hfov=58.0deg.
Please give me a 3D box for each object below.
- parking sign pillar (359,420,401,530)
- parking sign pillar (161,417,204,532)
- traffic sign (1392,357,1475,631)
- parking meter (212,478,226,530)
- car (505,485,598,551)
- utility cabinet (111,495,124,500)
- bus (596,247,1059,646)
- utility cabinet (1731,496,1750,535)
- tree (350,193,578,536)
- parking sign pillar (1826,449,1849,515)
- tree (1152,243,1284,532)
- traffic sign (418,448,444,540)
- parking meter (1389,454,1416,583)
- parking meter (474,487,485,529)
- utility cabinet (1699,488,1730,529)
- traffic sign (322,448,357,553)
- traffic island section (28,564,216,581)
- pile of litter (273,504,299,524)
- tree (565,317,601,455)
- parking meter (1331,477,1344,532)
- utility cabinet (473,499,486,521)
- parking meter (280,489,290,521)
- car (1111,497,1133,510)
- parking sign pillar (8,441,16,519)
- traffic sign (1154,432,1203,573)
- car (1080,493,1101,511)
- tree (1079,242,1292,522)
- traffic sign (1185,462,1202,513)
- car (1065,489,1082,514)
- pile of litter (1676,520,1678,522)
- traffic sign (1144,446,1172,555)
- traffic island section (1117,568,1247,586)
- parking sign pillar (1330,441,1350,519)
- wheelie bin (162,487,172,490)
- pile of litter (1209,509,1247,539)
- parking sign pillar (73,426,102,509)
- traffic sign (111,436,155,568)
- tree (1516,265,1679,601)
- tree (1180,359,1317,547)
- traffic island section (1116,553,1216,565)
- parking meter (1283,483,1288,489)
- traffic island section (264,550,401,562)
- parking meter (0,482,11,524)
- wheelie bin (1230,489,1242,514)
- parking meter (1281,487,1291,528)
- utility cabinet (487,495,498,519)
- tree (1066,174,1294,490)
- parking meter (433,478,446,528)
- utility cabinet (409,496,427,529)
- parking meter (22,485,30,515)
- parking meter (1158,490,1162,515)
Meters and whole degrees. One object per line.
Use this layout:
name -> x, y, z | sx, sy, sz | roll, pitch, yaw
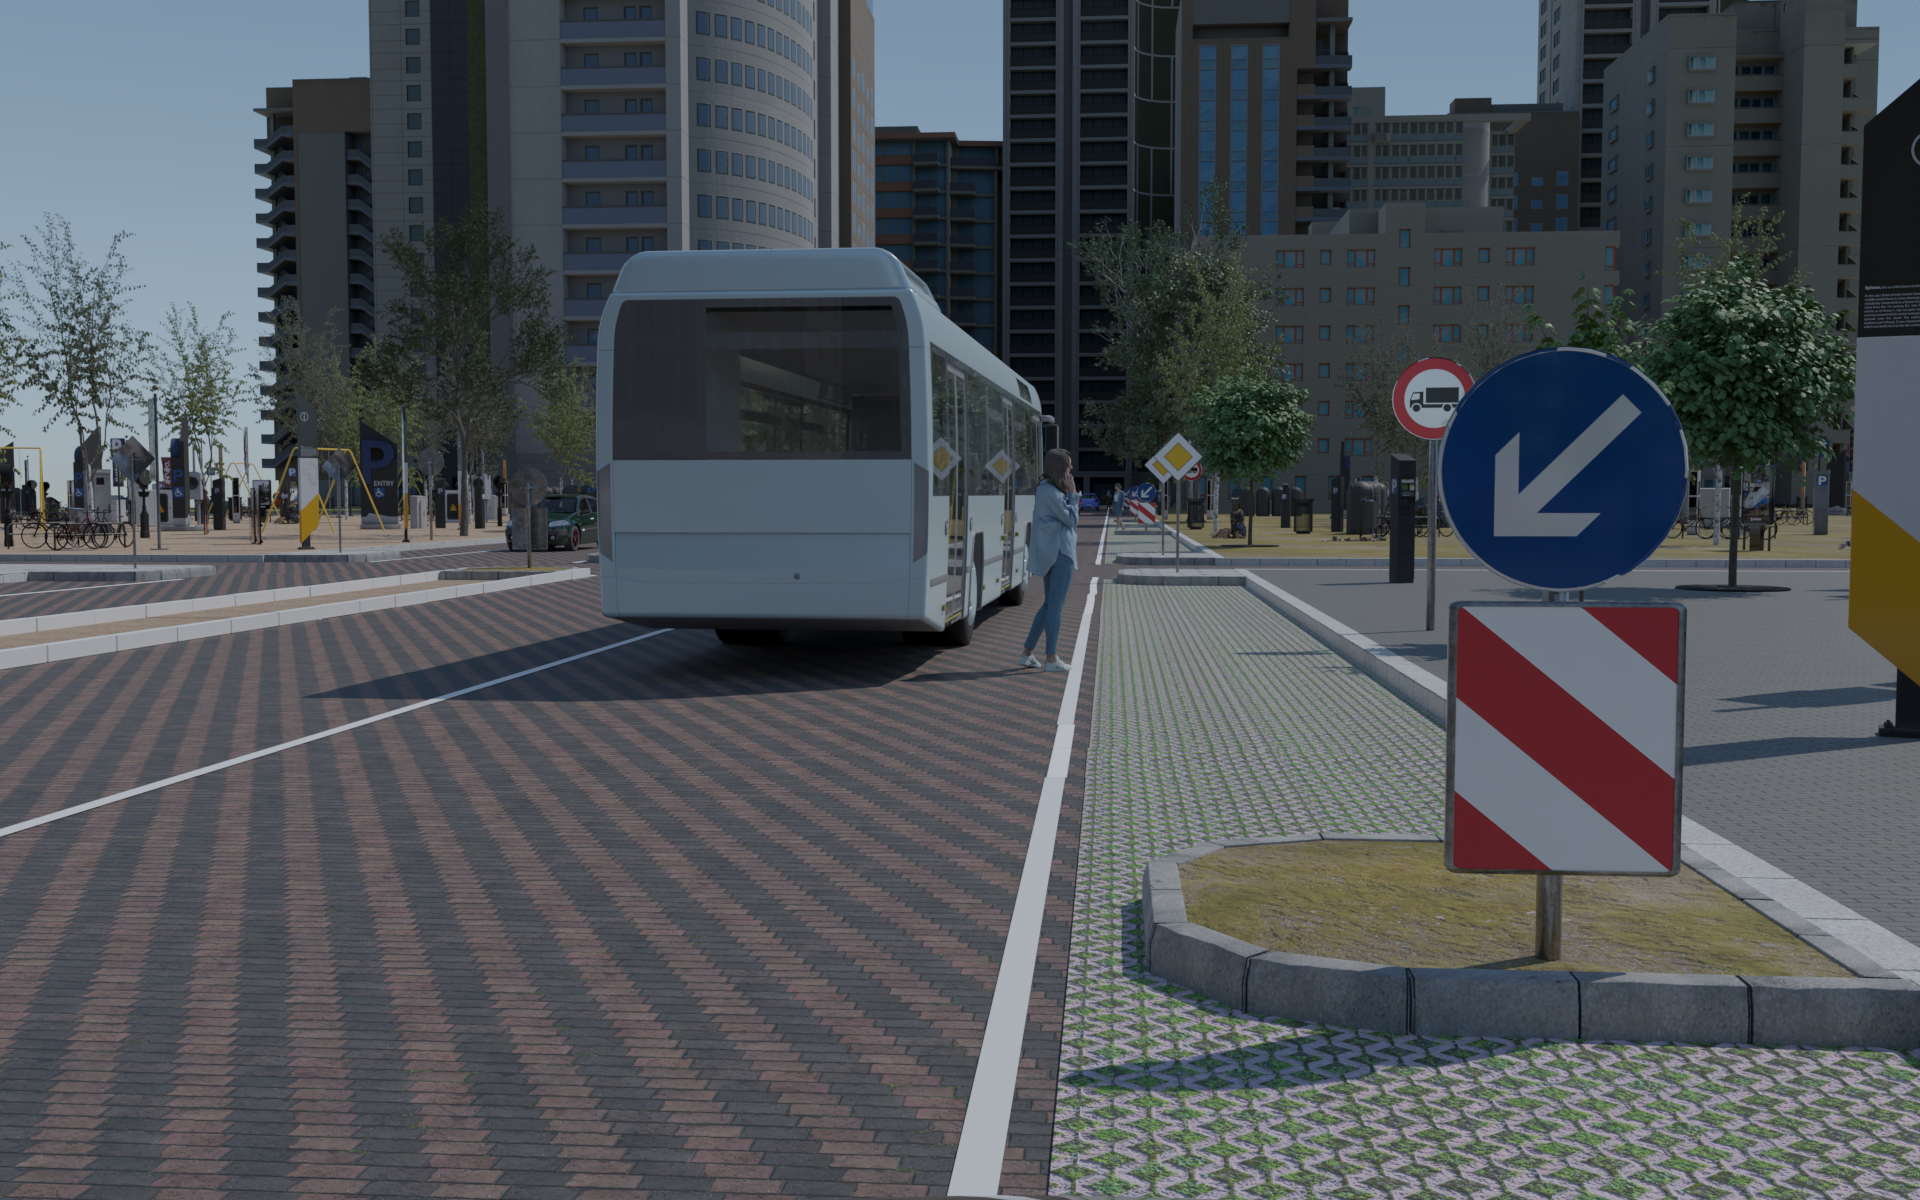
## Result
parking sign pillar -> -21.168, -4.566, 63.121 | 1.447, 3.967, 1.447 | -1, 4, -16
parking sign pillar -> -26.950, -4.368, 59.882 | 1.447, 3.967, 1.447 | -1, 4, -17
traffic sign -> 4.423, -0.985, 16.207 | 0.768, 2.556, 0.104 | 1, 4, 12
parking meter -> -26.266, -3.405, 61.375 | 0.399, 1.863, 0.255 | 0, 4, 5
car -> -10.366, -2.141, 44.792 | 2.009, 1.686, 4.222 | 0, 4, 6
utility cabinet -> -51.093, -5.718, 104.656 | 1.020, 1.237, 0.306 | 0, 4, -1
bus -> -0.722, -1.514, 19.618 | 2.948, 3.499, 13.247 | 0, 4, 7
utility cabinet -> 24.561, -2.639, 54.303 | 1.020, 1.237, 0.306 | -3, 4, -37
tree -> -14.939, -7.247, 52.907 | 8.767, 10.594, 7.601 | 3, 4, 38
parking sign pillar -> 52.991, -7.103, 104.602 | 1.447, 3.967, 1.447 | -1, 4, -21
tree -> 7.644, -6.194, 51.641 | 4.737, 8.622, 4.395 | 0, 3, 0
traffic sign -> -14.672, -2.929, 47.999 | 0.768, 2.556, 0.104 | 1, 4, 9
parking meter -> 6.393, -1.181, 25.016 | 0.255, 1.863, 0.399 | 0, 4, -8
parking meter -> -17.737, -3.397, 63.954 | 0.372, 1.533, 0.369 | 0, 3, 0
utility cabinet -> 27.646, -3.356, 63.556 | 1.173, 1.500, 0.318 | 3, 5, 42
traffic sign -> -13.529, -2.087, 37.763 | 0.795, 2.450, 0.064 | 0, 4, 5
traffic island section -> -14.249, -0.464, 29.872 | 2.009, 0.180, 2.903 | 0, 4, 5
pile of litter -> -28.910, -3.682, 74.171 | 1.176, 0.858, 1.719 | 0, 4, 6
tree -> -13.770, -7.372, 70.896 | 4.360, 8.622, 3.978 | 0, 3, 0
parking meter -> 12.759, -3.233, 58.568 | 0.255, 1.863, 0.399 | -3, 5, -39
utility cabinet -> -22.614, -4.455, 81.520 | 0.318, 1.500, 1.173 | -2, 4, -29
parking meter -> -32.535, -4.584, 83.357 | 0.372, 1.533, 0.369 | 0, 3, 0
car -> 14.205, -8.515, 151.806 | 1.945, 1.354, 3.894 | 0, 4, 5
parking sign pillar -> -48.907, -6.101, 88.225 | 1.447, 3.967, 1.447 | -3, 4, -38
traffic sign -> 3.550, -1.504, 28.239 | 0.795, 2.450, 0.064 | 0, 4, 5
car -> 11.346, -8.699, 151.812 | 1.945, 1.707, 3.694 | 0, 4, 7
tree -> 10.714, -9.903, 78.930 | 9.611, 12.733, 9.660 | 0, 3, 0
traffic sign -> 8.648, -3.949, 64.679 | 0.768, 2.556, 0.104 | 1, 4, 12
car -> 7.629, -7.081, 124.451 | 2.281, 1.827, 5.304 | 0, 4, 3
pile of litter -> 32.476, -3.944, 78.457 | 1.176, 0.858, 1.719 | -1, 4, -14
traffic sign -> 4.246, -1.991, 36.194 | 0.795, 2.450, 0.064 | 0, 4, 5
traffic island section -> 3.574, -0.369, 28.314 | 2.009, 0.180, 2.903 | 0, 4, 5
parking sign pillar -> 19.802, -6.162, 89.220 | 1.447, 3.967, 1.447 | 1, 4, 10
wheelie bin -> -36.534, -4.410, 80.005 | 0.693, 1.594, 0.980 | 1, 4, 21
pile of litter -> 7.797, -2.220, 50.269 | 1.176, 0.858, 1.719 | 2, 4, 28
parking sign pillar -> -34.358, -4.879, 68.241 | 1.447, 3.967, 1.447 | 0, 4, 5
traffic sign -> -14.225, -1.600, 29.808 | 0.795, 2.450, 0.064 | 0, 4, 5
tree -> 5.354, -1.236, 14.812 | 1.663, 3.219, 1.824 | 0, 3, 0
tree -> 7.020, -3.579, 42.233 | 4.285, 4.588, 4.351 | 0, 3, 0
traffic island section -> 4.270, -0.856, 36.269 | 2.009, 0.180, 2.903 | 0, 4, 5
parking meter -> 17.226, -5.261, 91.722 | 0.255, 1.863, 0.399 | 0, 4, 2
traffic island section -> -13.553, -0.951, 37.827 | 2.009, 0.180, 2.903 | 0, 4, 5
parking meter -> -41.328, -4.236, 74.969 | 0.399, 1.863, 0.255 | 0, 4, -5
wheelie bin -> 16.413, -5.780, 102.404 | 0.980, 1.594, 0.693 | 3, 5, 40
parking meter -> 12.283, -3.479, 65.295 | 0.372, 1.533, 0.369 | 0, 3, 0
utility cabinet -> -23.830, -4.697, 87.951 | 0.306, 1.237, 1.020 | -3, 5, -42
tree -> 12.967, -15.134, 103.328 | 12.611, 20.169, 13.585 | 0, 3, 0
parking meter -> -19.430, -3.606, 64.666 | 0.399, 1.863, 0.255 | -2, 4, -28
utility cabinet -> -20.191, -3.268, 64.600 | 0.306, 1.237, 1.020 | 0, 4, 2
parking meter -> -58.077, -6.235, 107.654 | 0.255, 1.863, 0.399 | 0, 4, 3
parking meter -> 12.074, -5.855, 104.147 | 0.372, 1.533, 0.369 | 0, 3, 0
